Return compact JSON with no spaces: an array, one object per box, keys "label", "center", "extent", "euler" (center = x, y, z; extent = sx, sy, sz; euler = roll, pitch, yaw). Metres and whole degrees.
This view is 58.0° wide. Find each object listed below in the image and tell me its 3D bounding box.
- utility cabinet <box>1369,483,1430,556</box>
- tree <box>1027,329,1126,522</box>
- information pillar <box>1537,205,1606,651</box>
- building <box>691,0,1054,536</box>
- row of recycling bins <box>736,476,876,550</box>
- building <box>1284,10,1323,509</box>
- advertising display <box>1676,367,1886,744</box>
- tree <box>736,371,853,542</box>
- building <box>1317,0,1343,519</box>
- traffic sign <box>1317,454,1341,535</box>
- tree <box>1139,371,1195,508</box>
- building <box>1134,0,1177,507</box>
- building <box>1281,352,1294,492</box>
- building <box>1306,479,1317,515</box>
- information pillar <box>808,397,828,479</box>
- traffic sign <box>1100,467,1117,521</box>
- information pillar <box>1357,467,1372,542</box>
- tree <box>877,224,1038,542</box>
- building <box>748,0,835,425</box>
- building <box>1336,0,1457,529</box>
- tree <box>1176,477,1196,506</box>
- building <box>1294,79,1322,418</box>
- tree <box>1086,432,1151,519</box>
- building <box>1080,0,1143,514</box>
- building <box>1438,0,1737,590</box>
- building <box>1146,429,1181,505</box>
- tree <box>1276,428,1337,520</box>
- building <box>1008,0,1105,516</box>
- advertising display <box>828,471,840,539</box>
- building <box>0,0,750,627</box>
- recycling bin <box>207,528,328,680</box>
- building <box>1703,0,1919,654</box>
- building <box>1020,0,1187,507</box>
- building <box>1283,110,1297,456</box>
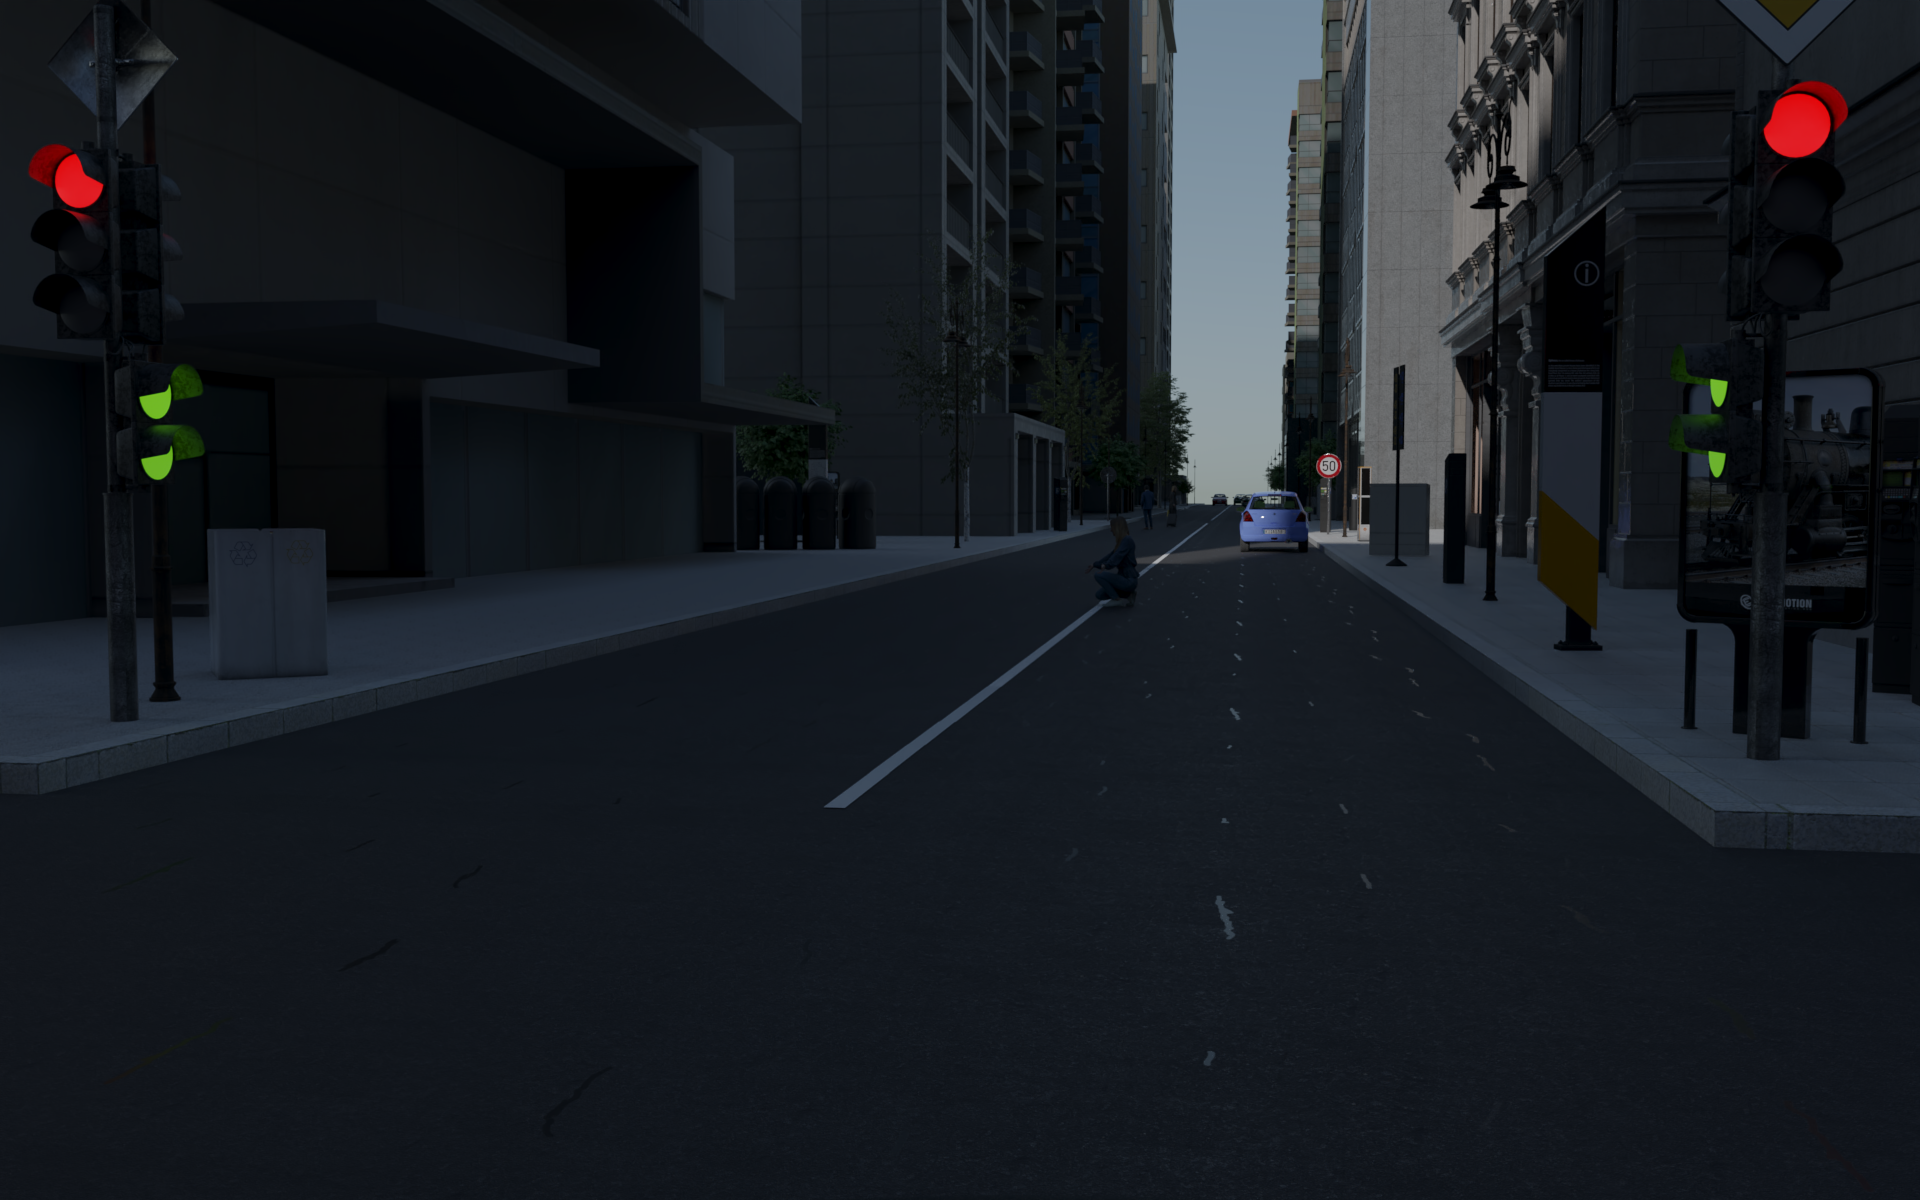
[{"label":"utility cabinet","center":[9.077,-1.656,35.756],"extent":[1.173,1.500,0.318],"euler":[2,4,30]},{"label":"tree","center":[5.178,-7.809,78.040],"extent":[4.737,8.622,4.395],"euler":[0,3,0]},{"label":"information pillar","center":[5.002,-1.394,14.140],"extent":[0.504,3.616,0.183],"euler":[0,4,1]},{"label":"building","center":[-6.752,-38.152,62.037],"extent":[20.563,71.187,20.611],"euler":[1,4,9]},{"label":"row of recycling bins","center":[-3.687,-2.017,40.089],"extent":[3.534,1.692,1.069],"euler":[-1,4,-14]},{"label":"building","center":[37.839,-50.430,137.201],"extent":[22.319,86.520,31.000],"euler":[1,4,9]},{"label":"advertising display","center":[4.308,-0.240,9.143],"extent":[0.974,1.923,0.123],"euler":[3,5,41]},{"label":"tree","center":[-4.564,-3.832,46.374],"extent":[4.285,4.588,4.351],"euler":[0,3,0]},{"label":"building","center":[26.561,-19.693,93.680],"extent":[14.160,30.474,14.107],"euler":[1,4,9]},{"label":"traffic sign","center":[11.680,-3.350,54.879],"extent":[0.768,2.556,0.104],"euler":[1,4,15]},{"label":"tree","center":[18.211,-14.796,160.046],"extent":[7.486,12.596,7.792],"euler":[0,3,0]},{"label":"building","center":[7.803,-36.294,182.637],"extent":[28.713,52.752,27.495],"euler":[1,4,9]},{"label":"building","center":[55.736,-23.116,222.991],"extent":[27.650,21.520,28.899],"euler":[1,4,9]},{"label":"building","center":[39.000,-25.610,110.608],"extent":[32.217,40.220,23.993],"euler":[1,4,9]},{"label":"information pillar","center":[-3.422,-3.076,41.640],"extent":[0.504,3.616,0.183],"euler":[1,4,23]},{"label":"traffic sign","center":[6.944,-4.958,81.162],"extent":[0.768,2.556,0.104],"euler":[1,4,15]},{"label":"information pillar","center":[10.906,-2.583,46.727],"extent":[0.304,2.012,0.304],"euler":[0,4,1]},{"label":"tree","center":[-0.057,-5.887,46.609],"extent":[4.360,8.622,3.978],"euler":[0,3,0]},{"label":"building","center":[0.648,-33.817,142.149],"extent":[28.713,52.752,27.495],"euler":[1,4,9]},{"label":"building","center":[22.300,-15.498,71.417],"extent":[12.078,24.808,19.932],"euler":[1,4,9]},{"label":"tree","center":[24.959,-12.106,192.535],"extent":[1.663,3.219,1.824],"euler":[0,3,0]},{"label":"building","center":[40.624,-29.954,173.334],"extent":[14.154,41.232,14.086],"euler":[1,4,9]},{"label":"tree","center":[8.327,-6.561,90.991],"extent":[4.285,4.588,4.351],"euler":[0,3,0]},{"label":"building","center":[5.228,-28.747,120.123],"extent":[14.600,45.320,14.200],"euler":[1,4,9]},{"label":"building","center":[16.541,-11.660,41.549],"extent":[10.553,20.767,40.483],"euler":[1,4,9]},{"label":"building","center":[10.353,-31.606,208.642],"extent":[32.217,40.220,23.993],"euler":[1,4,9]},{"label":"tree","center":[18.402,-6.278,86.360],"extent":[4.285,4.588,4.351],"euler":[0,3,0]},{"label":"building","center":[-3.369,-27.226,99.770],"extent":[22.147,44.769,28.867],"euler":[1,4,9]},{"label":"advertising display","center":[-3.902,-2.713,49.574],"extent":[0.974,1.923,0.123],"euler":[1,4,16]},{"label":"building","center":[-18.110,-26.654,25.027],"extent":[28.713,52.752,27.495],"euler":[1,4,9]},{"label":"recycling bin","center":[-4.944,0.012,12.362],"extent":[0.722,1.027,0.722],"euler":[-2,4,-28]},{"label":"building","center":[16.339,-9.026,12.199],"extent":[19.286,19.102,10.561],"euler":[1,4,9]},{"label":"building","center":[19.861,-48.381,229.287],"extent":[20.563,71.187,20.611],"euler":[1,4,9]},{"label":"building","center":[47.713,-32.976,193.786],"extent":[22.147,44.769,28.867],"euler":[1,4,9]}]
